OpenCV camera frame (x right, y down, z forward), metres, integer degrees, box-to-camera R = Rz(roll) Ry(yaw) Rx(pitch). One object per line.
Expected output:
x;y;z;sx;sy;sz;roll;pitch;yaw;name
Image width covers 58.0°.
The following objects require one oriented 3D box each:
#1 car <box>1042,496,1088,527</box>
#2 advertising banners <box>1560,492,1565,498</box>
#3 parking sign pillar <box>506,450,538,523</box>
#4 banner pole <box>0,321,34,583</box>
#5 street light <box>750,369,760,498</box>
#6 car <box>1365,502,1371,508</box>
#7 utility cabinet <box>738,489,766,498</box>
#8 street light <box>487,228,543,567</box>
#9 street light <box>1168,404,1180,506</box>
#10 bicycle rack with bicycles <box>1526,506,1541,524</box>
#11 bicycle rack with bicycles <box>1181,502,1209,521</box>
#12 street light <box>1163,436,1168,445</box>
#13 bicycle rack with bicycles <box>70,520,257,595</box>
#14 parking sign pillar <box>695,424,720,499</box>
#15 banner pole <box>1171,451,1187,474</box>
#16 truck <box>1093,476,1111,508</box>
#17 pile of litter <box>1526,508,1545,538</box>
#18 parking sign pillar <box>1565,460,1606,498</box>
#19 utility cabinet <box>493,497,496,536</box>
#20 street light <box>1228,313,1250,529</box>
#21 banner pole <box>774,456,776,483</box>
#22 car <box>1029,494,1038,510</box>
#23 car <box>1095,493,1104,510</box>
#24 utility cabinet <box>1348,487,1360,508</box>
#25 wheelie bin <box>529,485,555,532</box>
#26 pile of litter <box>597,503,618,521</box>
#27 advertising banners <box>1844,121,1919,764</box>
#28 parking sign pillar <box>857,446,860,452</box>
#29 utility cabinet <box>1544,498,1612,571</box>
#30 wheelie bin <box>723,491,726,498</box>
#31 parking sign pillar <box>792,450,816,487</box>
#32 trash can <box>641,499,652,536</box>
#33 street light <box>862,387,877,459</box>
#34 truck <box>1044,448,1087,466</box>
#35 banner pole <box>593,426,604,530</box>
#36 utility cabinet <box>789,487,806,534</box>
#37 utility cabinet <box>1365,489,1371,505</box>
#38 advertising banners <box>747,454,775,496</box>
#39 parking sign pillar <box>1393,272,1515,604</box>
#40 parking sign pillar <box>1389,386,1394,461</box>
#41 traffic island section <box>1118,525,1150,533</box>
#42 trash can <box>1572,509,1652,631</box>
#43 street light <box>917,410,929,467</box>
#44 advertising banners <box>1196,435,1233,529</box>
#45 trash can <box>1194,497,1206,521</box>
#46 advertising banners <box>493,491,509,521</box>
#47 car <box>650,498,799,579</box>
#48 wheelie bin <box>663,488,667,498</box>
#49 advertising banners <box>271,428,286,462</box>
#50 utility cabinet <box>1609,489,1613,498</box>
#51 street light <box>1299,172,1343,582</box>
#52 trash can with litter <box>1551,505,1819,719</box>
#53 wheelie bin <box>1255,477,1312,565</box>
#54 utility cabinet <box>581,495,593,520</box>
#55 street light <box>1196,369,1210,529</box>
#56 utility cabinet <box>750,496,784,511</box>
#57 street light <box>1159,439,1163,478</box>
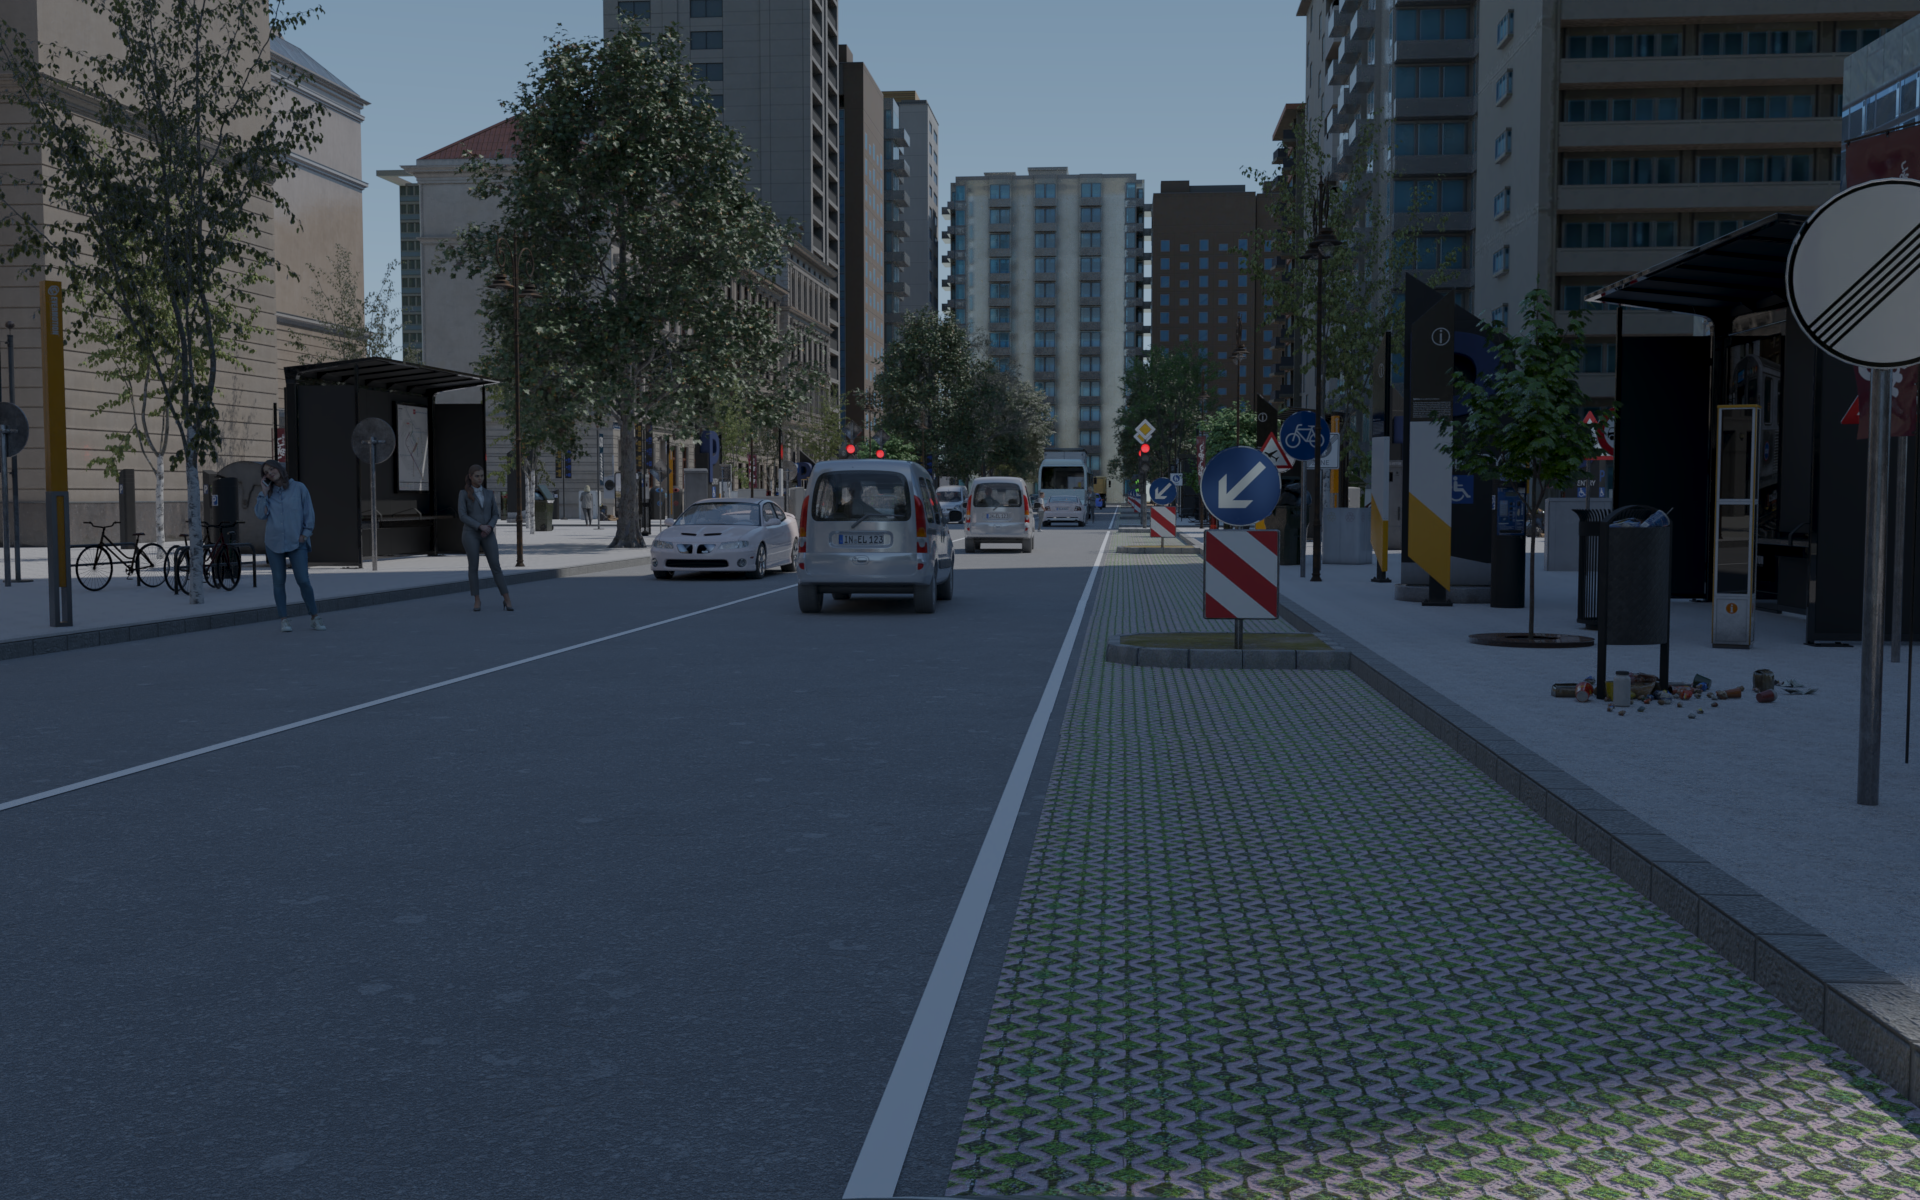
4.649;-3.962;77.145;2.083;1.381;4.827;0;4;5;car
28.573;-5.226;81.634;2.074;3.025;0.090;3;5;39;advertising banners
-19.573;-5.444;77.477;1.447;3.967;1.447;0;4;-7;parking sign pillar
-13.820;-2.135;24.920;0.401;3.779;0.863;2;4;24;banner pole
-5.974;-4.704;49.692;0.468;5.910;1.993;0;4;5;street light
16.489;-3.347;67.298;3.894;1.354;1.945;0;4;5;car
-8.943;-4.018;74.378;1.173;1.500;0.318;-1;4;-17;utility cabinet
-7.770;-3.524;30.409;0.468;5.910;1.993;0;4;5;street light
11.011;-7.080;88.553;0.468;5.910;1.993;0;4;5;street light
20.067;-2.759;58.486;2.852;0.926;2.925;3;5;43;bicycle rack with bicycles
11.793;-4.120;80.742;2.925;0.926;2.852;-2;4;-33;bicycle rack with bicycles
13.111;-8.282;108.199;0.468;5.910;1.993;0;4;5;street light
-10.558;-0.601;23.215;2.852;0.926;2.925;1;4;11;bicycle rack with bicycles
-7.803;-3.978;53.506;1.447;3.967;1.447;0;4;8;parking sign pillar
12.818;-6.746;100.309;0.863;3.779;0.401;0;4;2;banner pole
14.222;-11.488;183.754;3.469;3.379;9.791;0;4;6;truck
17.475;-2.291;51.424;1.719;0.858;1.176;-2;4;-34;pile of litter
22.010;-4.433;60.956;1.447;3.967;1.447;-3;5;-39;parking sign pillar
-13.972;-2.468;51.517;0.306;1.237;1.020;-1;4;-18;utility cabinet
7.108;-4.373;44.286;0.468;5.910;1.993;0;4;5;street light
-12.108;-7.541;113.313;0.401;3.779;0.863;0;4;-4;banner pole
6.254;-7.867;140.422;2.131;1.459;4.920;0;4;4;car
12.296;-9.195;159.921;1.945;1.707;3.694;0;4;5;car
12.063;-2.800;54.453;1.173;1.500;0.318;-2;4;-35;utility cabinet
-14.398;-3.160;59.571;0.693;1.594;0.980;1;4;11;wheelie bin
-16.787;-4.202;82.666;1.176;0.858;1.719;0;4;6;pile of litter
4.642;-0.702;7.658;0.090;3.025;2.074;-1;4;-14;advertising banners
-5.891;-6.482;94.458;1.447;3.967;1.447;2;4;29;parking sign pillar
10.289;-1.082;28.858;1.020;1.237;0.306;0;4;7;utility cabinet
-11.902;-4.733;85.297;0.693;1.594;0.980;-1;4;-18;wheelie bin
-9.308;-7.151;105.386;1.447;3.967;1.447;2;4;35;parking sign pillar
-9.781;-2.535;53.096;0.748;1.137;0.748;0;3;0;trash can
-3.836;-6.185;73.912;0.468;5.910;1.993;0;4;5;street light
6.872;-7.477;111.158;2.839;4.237;11.283;0;4;5;truck
-13.059;-4.456;62.873;0.401;3.779;0.863;0;4;7;banner pole
-5.236;-2.855;55.362;0.318;1.500;1.173;-1;4;-15;utility cabinet
19.018;-4.411;80.792;0.318;1.500;1.173;-1;4;-17;utility cabinet
-8.491;-4.893;76.188;2.074;3.025;0.090;-3;4;-38;advertising banners
5.999;-1.980;20.845;1.447;3.967;1.447;1;4;14;parking sign pillar
11.269;-3.362;43.446;1.447;3.967;1.447;-3;5;-40;parking sign pillar
6.927;-2.599;64.772;2.009;0.180;2.903;0;4;5;traffic island section
6.167;-0.289;16.380;0.748;1.137;0.748;0;3;0;trash can
-1.985;-7.346;92.900;0.468;5.910;1.993;0;4;5;street light
7.543;-3.368;51.251;0.090;3.025;2.074;-2;4;-24;advertising banners
11.672;-4.418;83.884;0.748;1.137;0.748;0;3;0;trash can
-22.735;-5.353;83.706;2.074;3.025;0.090;-1;4;-10;advertising banners
-4.078;-1.122;30.703;2.083;1.381;4.827;0;4;6;car
-15.916;-5.118;91.595;0.980;1.594;0.693;-1;4;-18;wheelie bin
-18.649;-3.029;45.716;2.074;3.025;0.090;0;4;2;advertising banners
30.934;-4.461;81.622;0.318;1.500;1.173;3;5;39;utility cabinet
5.233;-3.210;25.272;0.468;5.910;1.993;0;4;5;street light
4.638;0.009;10.917;2.233;1.210;1.678;-1;4;-21;trash can with litter
5.942;-1.433;31.339;0.980;1.594;0.693;-3;4;-37;wheelie bin
-18.425;-4.543;85.440;0.306;1.237;1.020;-2;4;-29;utility cabinet
8.945;-5.574;63.918;0.468;5.910;1.993;0;4;5;street light
-5.990;-2.608;53.803;1.020;1.237;0.306;-1;4;-21;utility cabinet
14.887;-9.487;127.896;0.468;5.910;1.993;0;4;5;street light
